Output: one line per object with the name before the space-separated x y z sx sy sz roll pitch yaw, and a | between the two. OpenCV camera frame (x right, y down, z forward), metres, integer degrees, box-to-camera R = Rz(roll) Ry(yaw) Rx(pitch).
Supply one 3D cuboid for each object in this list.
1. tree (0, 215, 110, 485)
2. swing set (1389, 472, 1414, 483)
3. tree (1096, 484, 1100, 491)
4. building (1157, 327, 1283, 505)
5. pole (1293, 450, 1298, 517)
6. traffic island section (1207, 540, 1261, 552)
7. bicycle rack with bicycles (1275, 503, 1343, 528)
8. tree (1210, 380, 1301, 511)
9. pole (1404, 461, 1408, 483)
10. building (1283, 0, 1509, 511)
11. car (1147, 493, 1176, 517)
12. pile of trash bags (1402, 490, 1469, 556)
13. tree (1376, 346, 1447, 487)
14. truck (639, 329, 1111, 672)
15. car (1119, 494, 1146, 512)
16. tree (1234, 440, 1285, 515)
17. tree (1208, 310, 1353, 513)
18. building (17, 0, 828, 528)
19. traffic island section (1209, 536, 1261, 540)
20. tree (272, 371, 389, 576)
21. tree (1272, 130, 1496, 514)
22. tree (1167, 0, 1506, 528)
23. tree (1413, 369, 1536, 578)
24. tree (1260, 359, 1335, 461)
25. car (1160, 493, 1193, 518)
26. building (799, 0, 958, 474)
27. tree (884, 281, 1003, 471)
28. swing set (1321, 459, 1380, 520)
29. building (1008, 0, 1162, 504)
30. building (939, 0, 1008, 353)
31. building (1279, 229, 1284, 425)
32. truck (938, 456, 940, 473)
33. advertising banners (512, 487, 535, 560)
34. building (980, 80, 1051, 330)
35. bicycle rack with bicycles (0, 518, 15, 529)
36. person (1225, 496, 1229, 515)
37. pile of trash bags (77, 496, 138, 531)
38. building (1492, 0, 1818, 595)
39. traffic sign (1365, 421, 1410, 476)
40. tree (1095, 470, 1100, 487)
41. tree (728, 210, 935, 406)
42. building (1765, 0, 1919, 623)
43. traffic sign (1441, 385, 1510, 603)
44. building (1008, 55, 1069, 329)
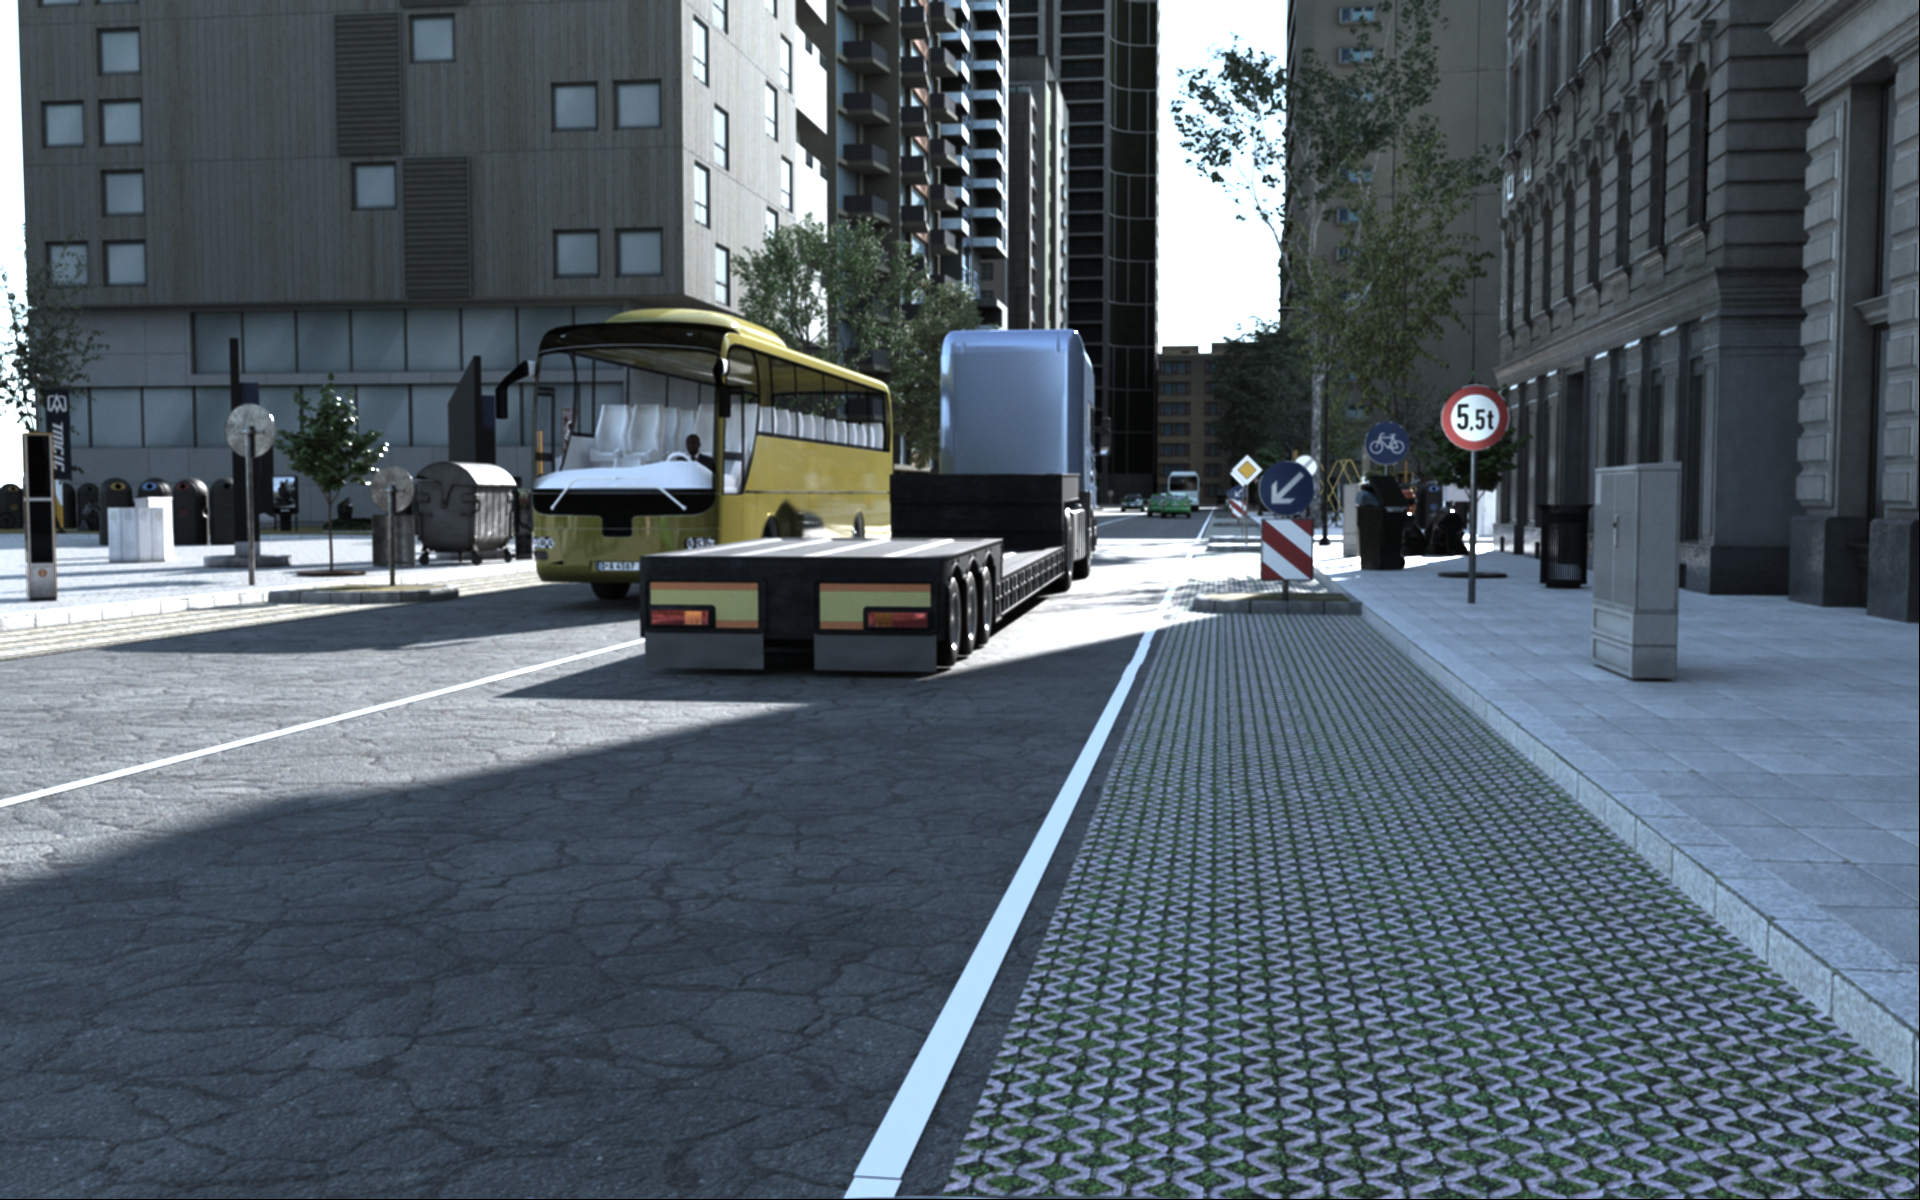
tree | -24.201 -5.799 45.170 4.360 8.622 3.978 0 3 0
swing set | 30.832 -7.672 123.050 3.119 2.851 2.862 1 4 10
tree | 13.705 -11.517 182.905 1.663 3.219 1.824 0 3 0
building | 40.602 -23.193 224.241 28.899 21.520 27.650 1 4 9
pole | 15.450 -5.259 79.829 0.158 3.312 0.155 0 3 0
traffic island section | 7.257 -1.313 43.754 2.009 0.180 2.903 1 4 9
bicycle rack with bicycles | 13.528 -3.268 66.810 2.925 0.926 2.852 -1 4 -11
tree | 22.801 -11.980 130.291 8.767 10.594 7.601 1 4 18
pole | 27.321 -6.873 106.217 0.158 3.312 0.155 0 3 0
building | 37.701 -31.678 141.645 21.300 48.544 21.600 1 4 9
car | 12.797 -6.174 109.738 1.959 1.807 4.718 0 4 8
pile of trash bags | 9.854 -1.701 37.572 1.912 1.369 3.447 0 4 6
tree | 22.385 -8.243 85.133 4.360 8.622 3.978 0 3 0
truck | 0.006 -2.014 22.692 2.967 4.110 18.799 1 4 8
car | 13.947 -7.819 139.642 2.131 1.459 4.920 0 4 7
tree | 19.113 -7.444 105.423 4.285 4.588 4.351 0 3 0
tree | 21.910 -13.044 119.917 9.857 13.997 8.962 0 3 0
building | -21.524 -29.880 77.776 28.713 52.752 27.495 1 4 9
traffic island section | 8.447 -1.796 51.650 2.009 0.180 2.903 1 4 9
tree | -9.830 -2.004 27.369 1.663 3.219 1.824 0 3 0
tree | 8.458 -5.144 34.466 4.737 8.622 4.395 0 3 0
tree | 14.417 -12.684 63.278 12.611 20.169 13.585 0 3 0
tree | 7.965 -1.978 26.944 1.663 3.219 1.824 0 3 0
tree | 18.320 -8.877 95.495 4.360 8.622 3.978 0 3 0
car | 13.034 -5.849 104.421 1.959 1.807 4.718 0 4 8
building | -12.178 -28.044 113.136 22.147 44.769 28.867 1 4 9
tree | -0.699 -10.678 92.715 7.486 12.596 7.792 0 3 0
swing set | 17.601 -5.014 79.594 2.862 2.851 3.119 0 4 3
building | 15.073 -47.991 222.901 20.611 71.187 20.563 1 4 9
building | -6.609 -50.864 144.292 22.319 86.520 31.000 1 4 9
building | 41.846 -25.519 188.941 14.160 30.474 14.107 1 4 9
truck | 1.212 -4.501 62.509 2.839 4.237 11.283 0 4 7
advertising banners | -8.244 -2.345 34.535 0.090 3.025 2.074 2 4 25
building | 1.035 -29.583 167.281 14.154 41.232 14.086 1 4 9
bicycle rack with bicycles | -35.981 -2.991 62.285 2.925 0.926 2.852 0 4 -7
person | 17.418 -6.123 112.862 0.306 1.304 0.590 2 4 25
pile of trash bags | -29.193 -3.106 60.531 3.447 1.369 1.912 2 4 33
building | 15.500 -11.032 29.518 9.793 20.994 18.267 1 4 9
traffic sign | 7.490 -1.854 30.424 0.768 2.556 0.104 1 4 18
tree | 13.466 -12.467 187.553 4.285 4.588 4.351 0 3 0
tree | -4.999 -8.360 62.435 9.928 11.665 9.643 0 3 0
building | 13.334 -11.097 10.318 11.050 23.489 19.941 1 4 9
traffic sign | 6.012 -1.234 20.274 0.768 2.556 0.104 1 4 13
building | 0.476 -34.667 190.503 21.600 48.544 21.300 1 4 9
